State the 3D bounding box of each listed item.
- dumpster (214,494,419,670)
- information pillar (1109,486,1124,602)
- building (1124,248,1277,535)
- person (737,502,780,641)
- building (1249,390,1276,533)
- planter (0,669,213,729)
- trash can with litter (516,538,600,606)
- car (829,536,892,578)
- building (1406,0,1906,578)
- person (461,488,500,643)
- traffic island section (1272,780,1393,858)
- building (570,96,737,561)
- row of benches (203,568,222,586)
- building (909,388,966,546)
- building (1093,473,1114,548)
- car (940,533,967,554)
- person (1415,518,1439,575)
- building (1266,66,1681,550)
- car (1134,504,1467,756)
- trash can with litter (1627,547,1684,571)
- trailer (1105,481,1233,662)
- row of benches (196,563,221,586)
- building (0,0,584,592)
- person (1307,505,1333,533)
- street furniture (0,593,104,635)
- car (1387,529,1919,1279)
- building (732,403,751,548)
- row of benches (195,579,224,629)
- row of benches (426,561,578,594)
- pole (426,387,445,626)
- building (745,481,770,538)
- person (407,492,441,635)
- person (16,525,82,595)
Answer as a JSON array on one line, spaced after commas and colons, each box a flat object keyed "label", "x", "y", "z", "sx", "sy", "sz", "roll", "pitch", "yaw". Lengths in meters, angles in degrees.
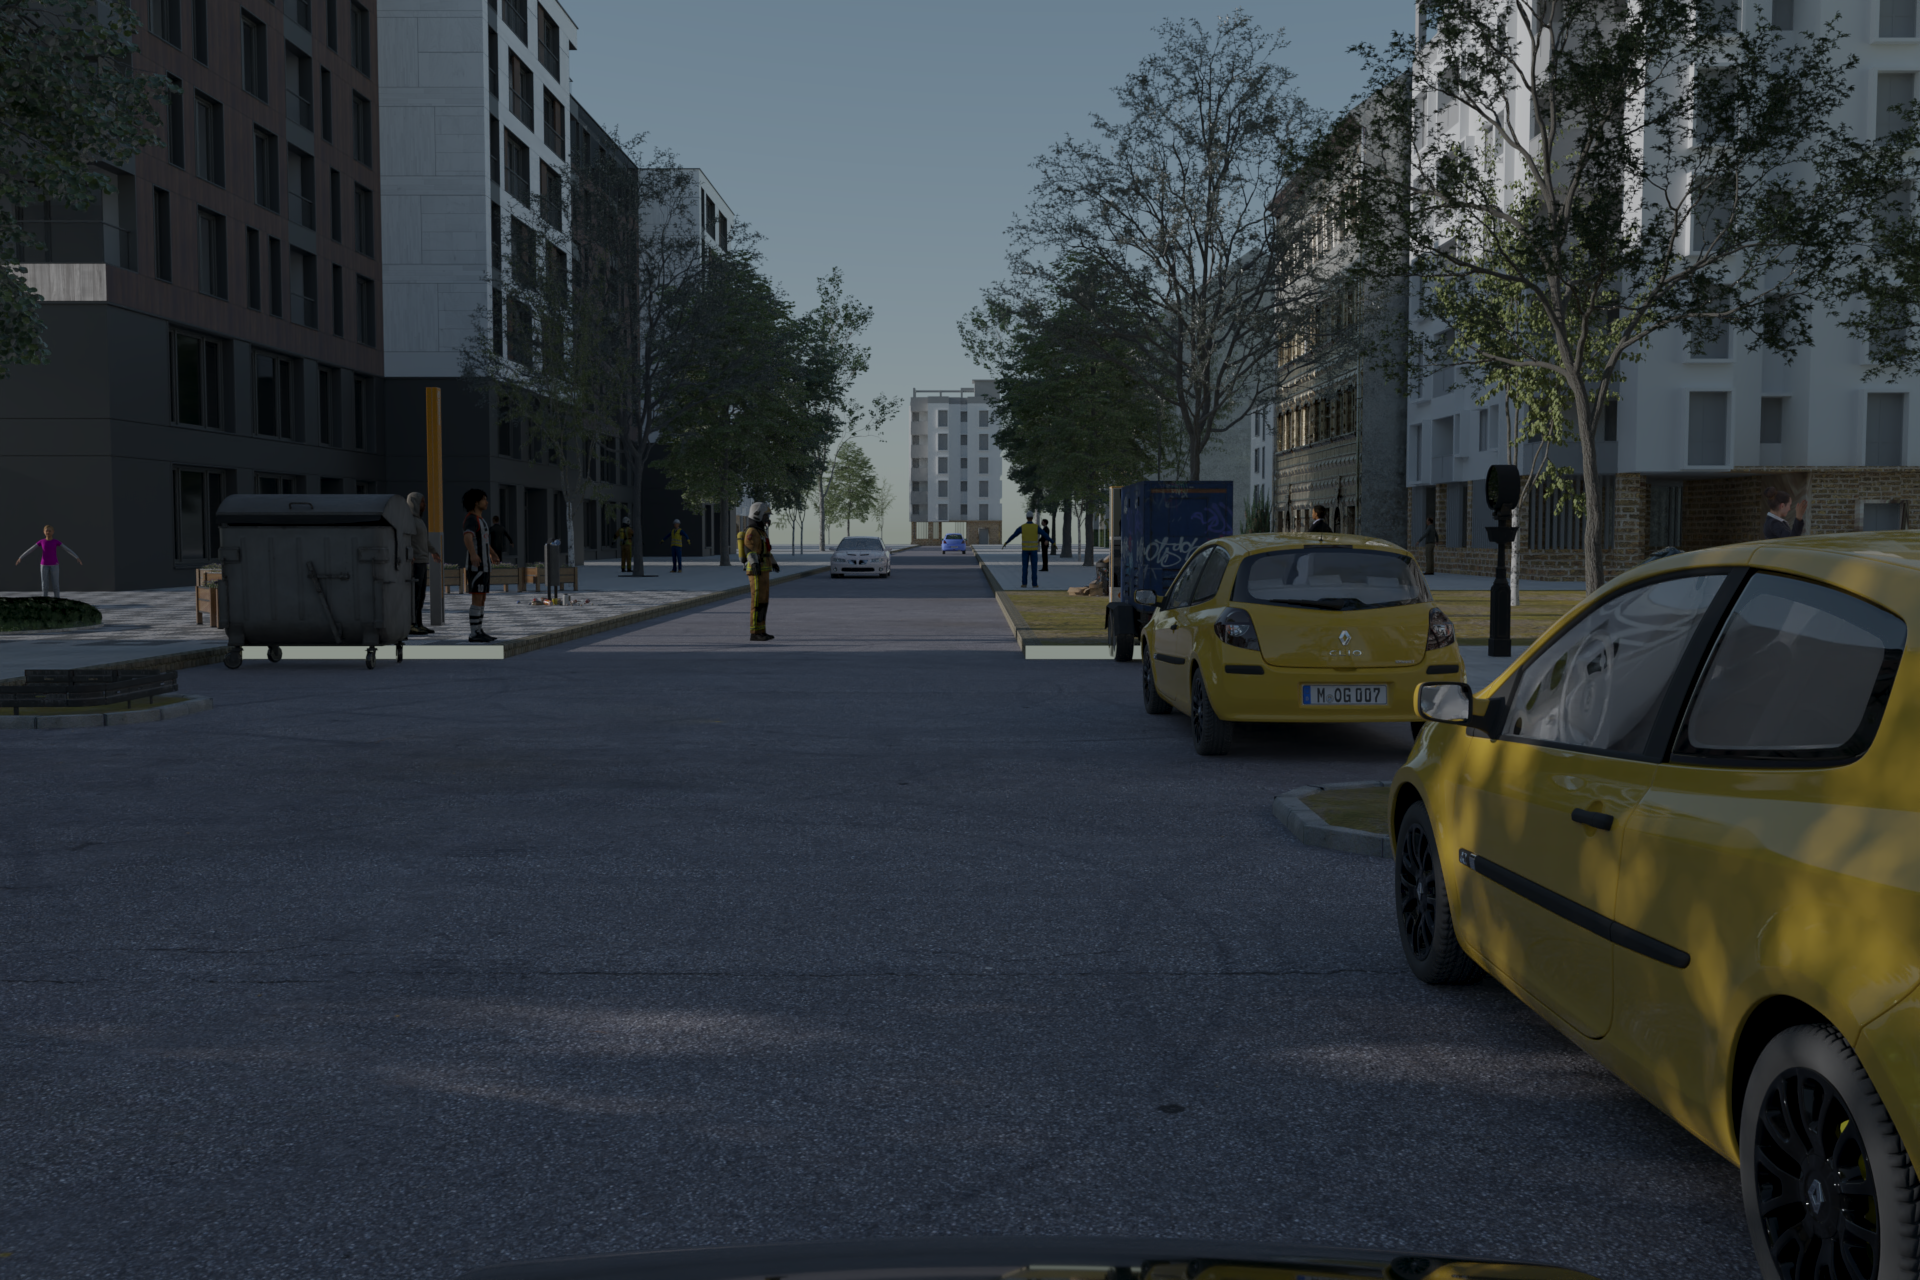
[{"label": "dumpster", "x": -6.944, "y": -0.644, "z": 18.745, "sx": 1.865, "sy": 1.857, "sz": 1.264, "roll": 0, "pitch": 4, "yaw": 0}, {"label": "information pillar", "x": 2.483, "y": -1.369, "z": 26.871, "sx": 0.304, "sy": 2.012, "sz": 0.304, "roll": 0, "pitch": 4, "yaw": -1}, {"label": "building", "x": 22.682, "y": -19.013, "z": 141.796, "sx": 19.493, "sy": 23.208, "sz": 18.063, "roll": 0, "pitch": 4, "yaw": 1}, {"label": "person", "x": -2.673, "y": -0.922, "z": 23.307, "sx": 0.705, "sy": 1.858, "sz": 1.354, "roll": 0, "pitch": 4, "yaw": 6}, {"label": "building", "x": 22.473, "y": -9.325, "z": 94.607, "sx": 9.099, "sy": 9.664, "sz": 28.070, "roll": 0, "pitch": 4, "yaw": 1}, {"label": "planter", "x": -7.119, "y": 0.454, "z": 13.716, "sx": 1.991, "sy": 0.319, "sz": 1.994, "roll": 0, "pitch": 3, "yaw": 0}, {"label": "trash can with litter", "x": -7.289, "y": -1.269, "z": 31.812, "sx": 1.678, "sy": 1.210, "sz": 2.233, "roll": 0, "pitch": 4, "yaw": 0}, {"label": "car", "x": -3.286, "y": -2.773, "z": 57.694, "sx": 2.083, "sy": 1.381, "sz": 4.827, "roll": 0, "pitch": 4, "yaw": 0}, {"label": "building", "x": 20.747, "y": -12.383, "z": 58.884, "sx": 16.016, "sy": 20.090, "sz": 11.380, "roll": 0, "pitch": 4, "yaw": 0}, {"label": "person", "x": -5.705, "y": -0.884, "z": 20.596, "sx": 0.704, "sy": 1.843, "sz": 1.345, "roll": 0, "pitch": 4, "yaw": -5}, {"label": "traffic island section", "x": 2.587, "y": 0.880, "z": 8.471, "sx": 1.991, "sy": 0.108, "sz": 1.994, "roll": 0, "pitch": 4, "yaw": 1}, {"label": "building", "x": -28.454, "y": -15.352, "z": 94.979, "sx": 27.936, "sy": 21.610, "sz": 32.646, "roll": 0, "pitch": 4, "yaw": 0}, {"label": "row of benches", "x": -12.699, "y": -1.055, "z": 32.707, "sx": 4.104, "sy": 0.672, "sz": 1.422, "roll": 2, "pitch": 4, "yaw": 30}, {"label": "building", "x": -5.928, "y": -21.814, "z": 215.527, "sx": 11.380, "sy": 20.090, "sz": 16.016, "roll": 0, "pitch": 4, "yaw": -5}, {"label": "building", "x": 21.968, "y": -18.517, "z": 169.204, "sx": 16.747, "sy": 18.905, "sz": 31.486, "roll": 0, "pitch": 4, "yaw": 0}, {"label": "car", "x": -0.449, "y": -6.984, "z": 123.782, "sx": 1.945, "sy": 1.707, "sz": 3.694, "roll": 0, "pitch": 4, "yaw": -1}, {"label": "person", "x": 14.717, "y": -2.941, "z": 54.349, "sx": 0.705, "sy": 1.796, "sz": 1.348, "roll": 3, "pitch": 5, "yaw": 43}, {"label": "building", "x": 23.745, "y": -14.684, "z": 71.018, "sx": 19.493, "sy": 23.208, "sz": 18.063, "roll": 0, "pitch": 4, "yaw": 1}, {"label": "car", "x": 2.345, "y": -0.148, "z": 12.644, "sx": 2.015, "sy": 1.641, "sz": 3.980, "roll": 0, "pitch": 4, "yaw": -1}, {"label": "trash can with litter", "x": 5.836, "y": -0.232, "z": 15.174, "sx": 1.055, "sy": 1.170, "sz": 0.624, "roll": 0, "pitch": 4, "yaw": 0}, {"label": "trailer", "x": 2.444, "y": -0.820, "z": 20.456, "sx": 1.471, "sy": 1.999, "sz": 3.904, "roll": 0, "pitch": 4, "yaw": 0}, {"label": "row of benches", "x": -14.321, "y": -1.248, "z": 35.872, "sx": 4.104, "sy": 0.672, "sz": 1.422, "roll": 2, "pitch": 4, "yaw": 30}, {"label": "building", "x": -29.309, "y": -12.851, "z": 54.095, "sx": 27.936, "sy": 21.610, "sz": 32.646, "roll": 0, "pitch": 3, "yaw": 0}, {"label": "person", "x": 5.587, "y": -1.263, "z": 27.378, "sx": 1.216, "sy": 1.740, "sz": 0.721, "roll": -3, "pitch": 5, "yaw": -42}, {"label": "street furniture", "x": -16.881, "y": -0.405, "z": 22.244, "sx": 10.072, "sy": 0.657, "sz": 5.734, "roll": 0, "pitch": 4, "yaw": 6}, {"label": "car", "x": 2.300, "y": 0.358, "z": 4.371, "sx": 2.015, "sy": 1.641, "sz": 3.980, "roll": 0, "pitch": 4, "yaw": 0}, {"label": "building", "x": -24.570, "y": -17.928, "z": 149.540, "sx": 16.016, "sy": 20.090, "sz": 11.380, "roll": 0, "pitch": 4, "yaw": -1}, {"label": "row of benches", "x": -9.423, "y": -0.462, "z": 23.016, "sx": 1.422, "sy": 0.672, "sz": 4.104, "roll": -2, "pitch": 4, "yaw": -34}, {"label": "row of benches", "x": -10.264, "y": -1.366, "z": 37.791, "sx": 1.422, "sy": 0.672, "sz": 4.104, "roll": 3, "pitch": 5, "yaw": 44}, {"label": "pole", "x": -7.334, "y": -1.858, "z": 24.221, "sx": 0.158, "sy": 3.312, "sz": 0.155, "roll": 0, "pitch": 3, "yaw": 0}, {"label": "building", "x": -25.200, "y": -19.185, "z": 170.086, "sx": 16.016, "sy": 20.090, "sz": 11.380, "roll": 0, "pitch": 4, "yaw": 1}, {"label": "person", "x": -6.917, "y": -0.979, "z": 22.133, "sx": 0.705, "sy": 1.813, "sz": 1.348, "roll": 0, "pitch": 4, "yaw": -2}, {"label": "person", "x": -15.335, "y": -1.217, "z": 29.171, "sx": 0.991, "sy": 1.433, "sz": 0.599, "roll": -1, "pitch": 4, "yaw": -22}]
